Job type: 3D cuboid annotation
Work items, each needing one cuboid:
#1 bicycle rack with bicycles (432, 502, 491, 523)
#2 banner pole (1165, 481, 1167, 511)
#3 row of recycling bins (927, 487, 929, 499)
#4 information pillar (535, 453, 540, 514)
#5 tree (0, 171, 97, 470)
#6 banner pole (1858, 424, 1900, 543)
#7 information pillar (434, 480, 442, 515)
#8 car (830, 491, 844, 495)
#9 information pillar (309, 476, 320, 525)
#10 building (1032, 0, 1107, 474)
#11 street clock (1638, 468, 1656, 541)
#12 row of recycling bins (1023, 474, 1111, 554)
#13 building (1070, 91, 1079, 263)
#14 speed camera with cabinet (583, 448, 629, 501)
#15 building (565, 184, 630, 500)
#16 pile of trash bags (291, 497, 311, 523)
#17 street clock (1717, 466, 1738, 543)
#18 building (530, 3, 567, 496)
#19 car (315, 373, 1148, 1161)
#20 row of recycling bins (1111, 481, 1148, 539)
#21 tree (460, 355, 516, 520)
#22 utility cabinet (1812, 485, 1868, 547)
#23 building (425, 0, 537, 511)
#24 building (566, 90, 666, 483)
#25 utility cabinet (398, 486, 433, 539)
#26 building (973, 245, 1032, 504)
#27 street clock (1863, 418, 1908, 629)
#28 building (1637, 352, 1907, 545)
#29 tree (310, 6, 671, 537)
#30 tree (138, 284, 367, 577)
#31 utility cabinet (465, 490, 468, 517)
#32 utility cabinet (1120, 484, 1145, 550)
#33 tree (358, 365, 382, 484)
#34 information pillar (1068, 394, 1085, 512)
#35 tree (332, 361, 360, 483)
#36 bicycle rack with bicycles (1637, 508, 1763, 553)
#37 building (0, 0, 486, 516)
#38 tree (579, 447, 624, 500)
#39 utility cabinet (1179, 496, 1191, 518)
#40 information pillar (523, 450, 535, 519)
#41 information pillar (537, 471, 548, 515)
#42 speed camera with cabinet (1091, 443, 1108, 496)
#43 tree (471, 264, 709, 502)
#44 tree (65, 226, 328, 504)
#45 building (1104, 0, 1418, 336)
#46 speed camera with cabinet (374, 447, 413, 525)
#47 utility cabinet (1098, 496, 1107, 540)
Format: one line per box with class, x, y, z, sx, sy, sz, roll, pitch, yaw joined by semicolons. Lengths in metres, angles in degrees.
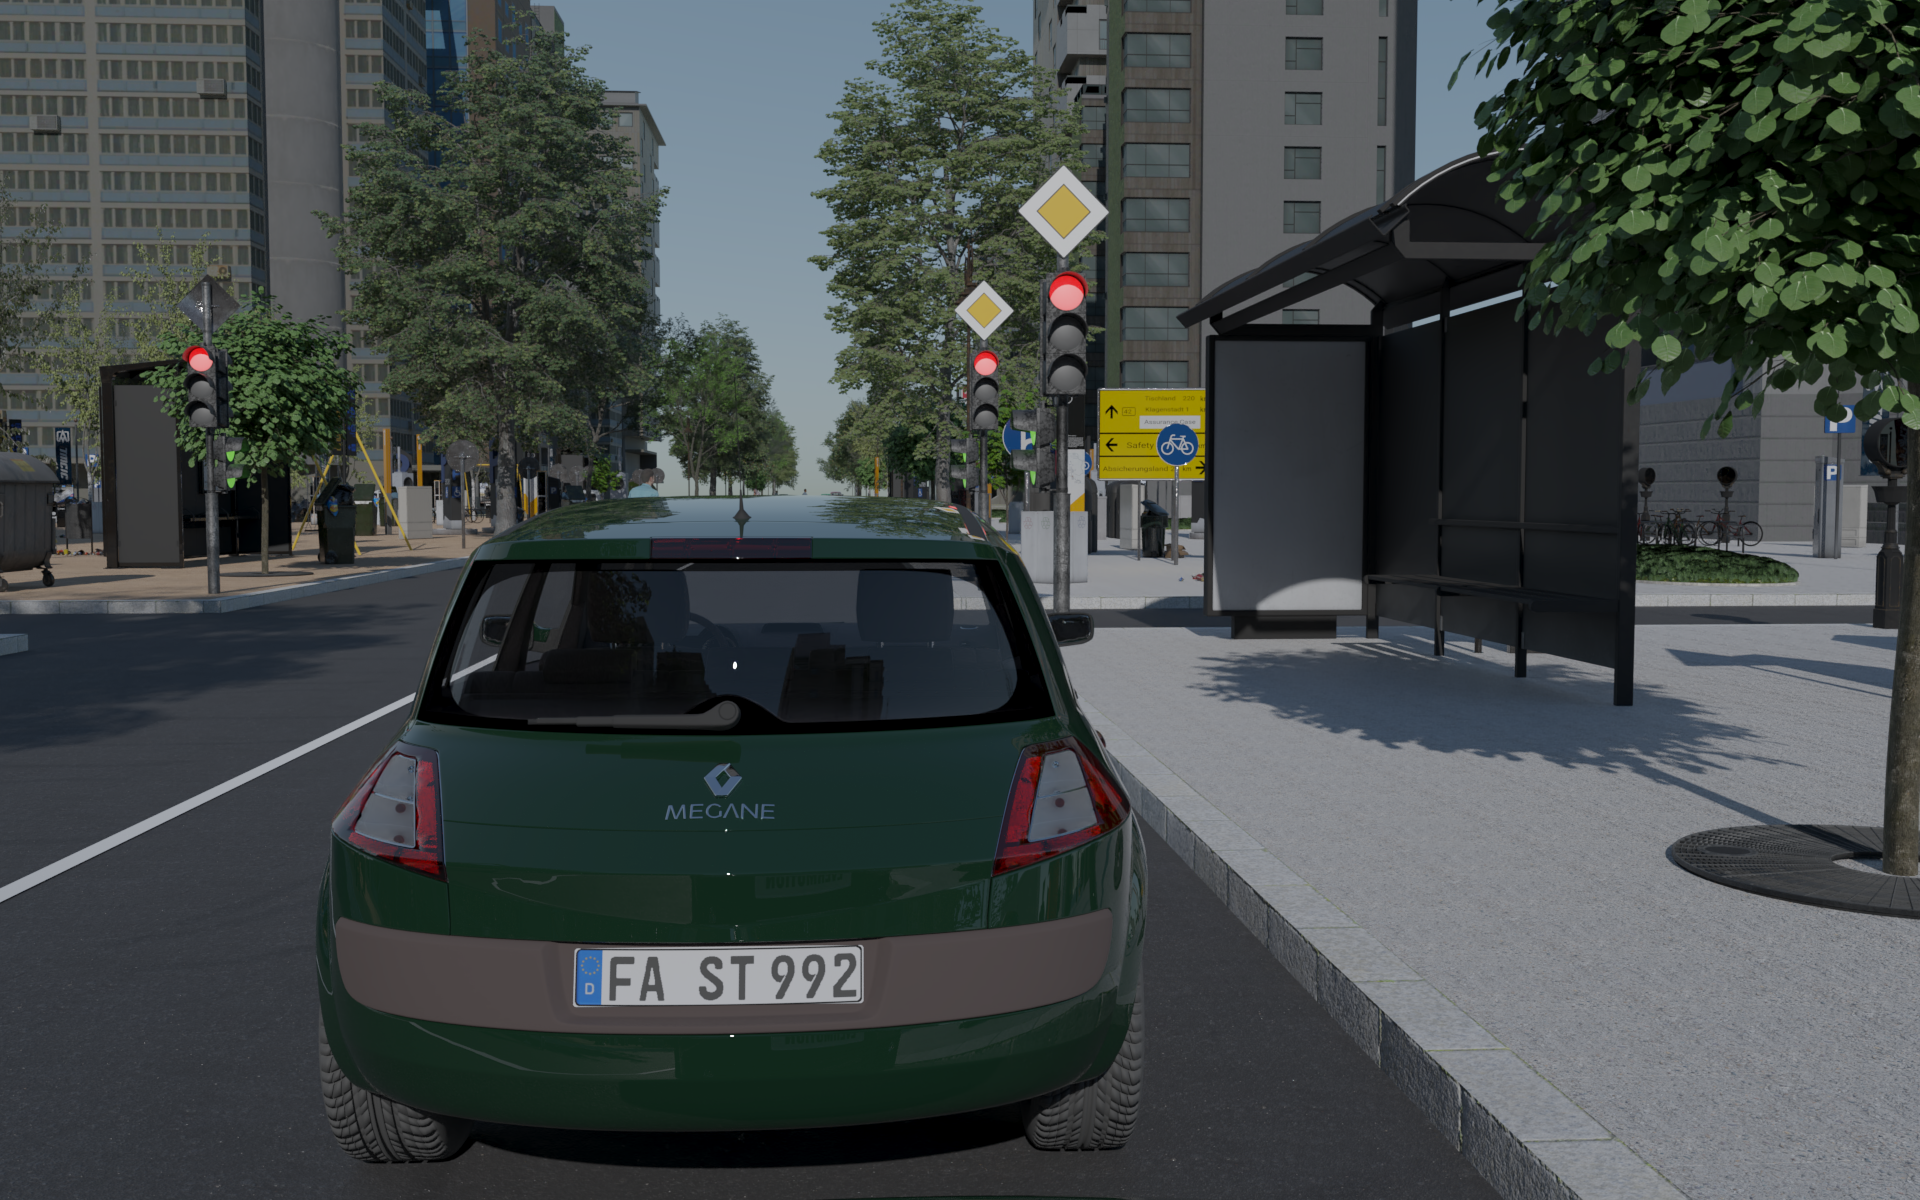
bicycle rack with bicycles;-22.079;-3.834;76.068;2.925;0.926;2.852;-3;5;-40
banner pole;9.329;-5.393;78.191;0.401;3.779;0.863;0;4;6
row of recycling bins;-1.656;-5.394;95.298;1.069;1.692;3.534;1;4;15
information pillar;-19.603;-5.408;79.767;0.504;3.616;0.183;-3;5;-40
tree;-18.072;-4.942;31.159;4.360;8.622;3.978;0;3;0
banner pole;15.362;-2.372;28.794;0.401;3.779;0.863;-2;4;-33
information pillar;-28.085;-5.430;93.266;0.304;2.012;0.304;1;4;11
car;-17.815;-14.659;248.343;2.281;1.827;5.304;0;4;-5
information pillar;-26.857;-4.137;72.136;0.304;2.012;0.304;3;5;41
building;20.932;-34.105;146.851;28.713;52.752;27.495;0;4;-4
street clock;18.740;-2.615;47.320;0.471;2.002;0.358;-2;4;-29
row of recycling bins;2.210;-1.823;36.921;1.069;1.692;3.534;1;4;19
building;14.805;-21.676;126.099;14.160;30.474;14.107;0;4;-4
speed camera with cabinet;-15.145;-4.843;73.511;2.038;3.252;0.660;0;4;2
building;-53.077;-31.311;203.820;32.217;40.220;23.993;0;4;-4
pile of trash bags;-31.160;-4.245;79.153;3.447;1.369;1.912;1;4;22
street clock;20.043;-2.490;45.288;0.471;2.002;0.358;2;4;34
building;-39.981;-27.937;140.358;14.154;41.232;14.086;0;4;-4
car;-0.534;0.283;5.153;2.009;1.686;4.222;0;4;-3
row of recycling bins;4.826;-2.673;50.822;1.069;1.692;3.534;0;4;-2
tree;-23.632;-8.222;84.796;4.360;8.622;3.978;0;3;0
utility cabinet;21.178;-2.020;41.700;0.318;1.500;1.173;-2;4;-31
building;-39.298;-29.114;126.130;14.600;45.320;14.200;0;4;-4
building;-54.401;-39.191;230.015;28.713;52.752;27.495;0;4;-4
utility cabinet;-15.476;-2.478;49.194;0.318;1.500;1.173;1;4;18
building;14.550;-33.897;246.101;32.217;40.220;23.993;0;4;-4
street clock;8.859;-0.728;16.477;0.471;2.002;0.358;0;4;-6
building;35.150;-31.093;50.364;28.212;58.520;21.231;0;4;-4
tree;-12.463;-8.595;47.179;9.857;13.997;8.962;0;3;0
tree;-11.052;-2.661;27.218;4.285;4.588;4.351;0;3;0
utility cabinet;-27.581;-5.318;95.635;0.318;1.500;1.173;-3;5;-40
utility cabinet;3.982;-1.914;39.981;0.318;1.500;1.173;0;4;-8
tree;-32.845;-8.676;92.217;4.737;8.622;4.395;0;3;0
information pillar;2.064;-2.500;32.230;0.504;3.616;0.183;0;4;-3
tree;-26.773;-7.151;67.284;4.737;8.622;4.395;0;3;0
bicycle rack with bicycles;16.127;-1.530;38.390;2.852;0.926;2.925;1;4;14
building;-46.514;-25.362;106.553;32.217;40.220;23.993;0;4;-4
tree;-14.677;-4.711;71.622;1.663;3.219;1.824;0;3;0
utility cabinet;9.761;-3.907;75.041;1.020;1.237;0.306;-3;5;-43
information pillar;-19.696;-5.350;78.834;0.183;3.616;0.504;1;4;15
information pillar;-13.221;-3.079;54.827;0.304;2.012;0.304;-1;4;-8
speed camera with cabinet;5.256;-4.429;66.754;0.660;3.252;2.038;1;4;15
tree;-13.934;-7.975;64.811;8.767;10.594;7.601;-2;4;-31
tree;-21.196;-5.989;48.275;4.737;8.622;4.395;0;3;0
building;14.162;-19.346;88.012;14.160;30.474;14.107;0;4;-4
speed camera with cabinet;-23.569;-4.736;71.776;0.660;3.252;2.038;2;4;25
utility cabinet;3.676;-2.267;48.229;0.306;1.237;1.020;3;5;39
